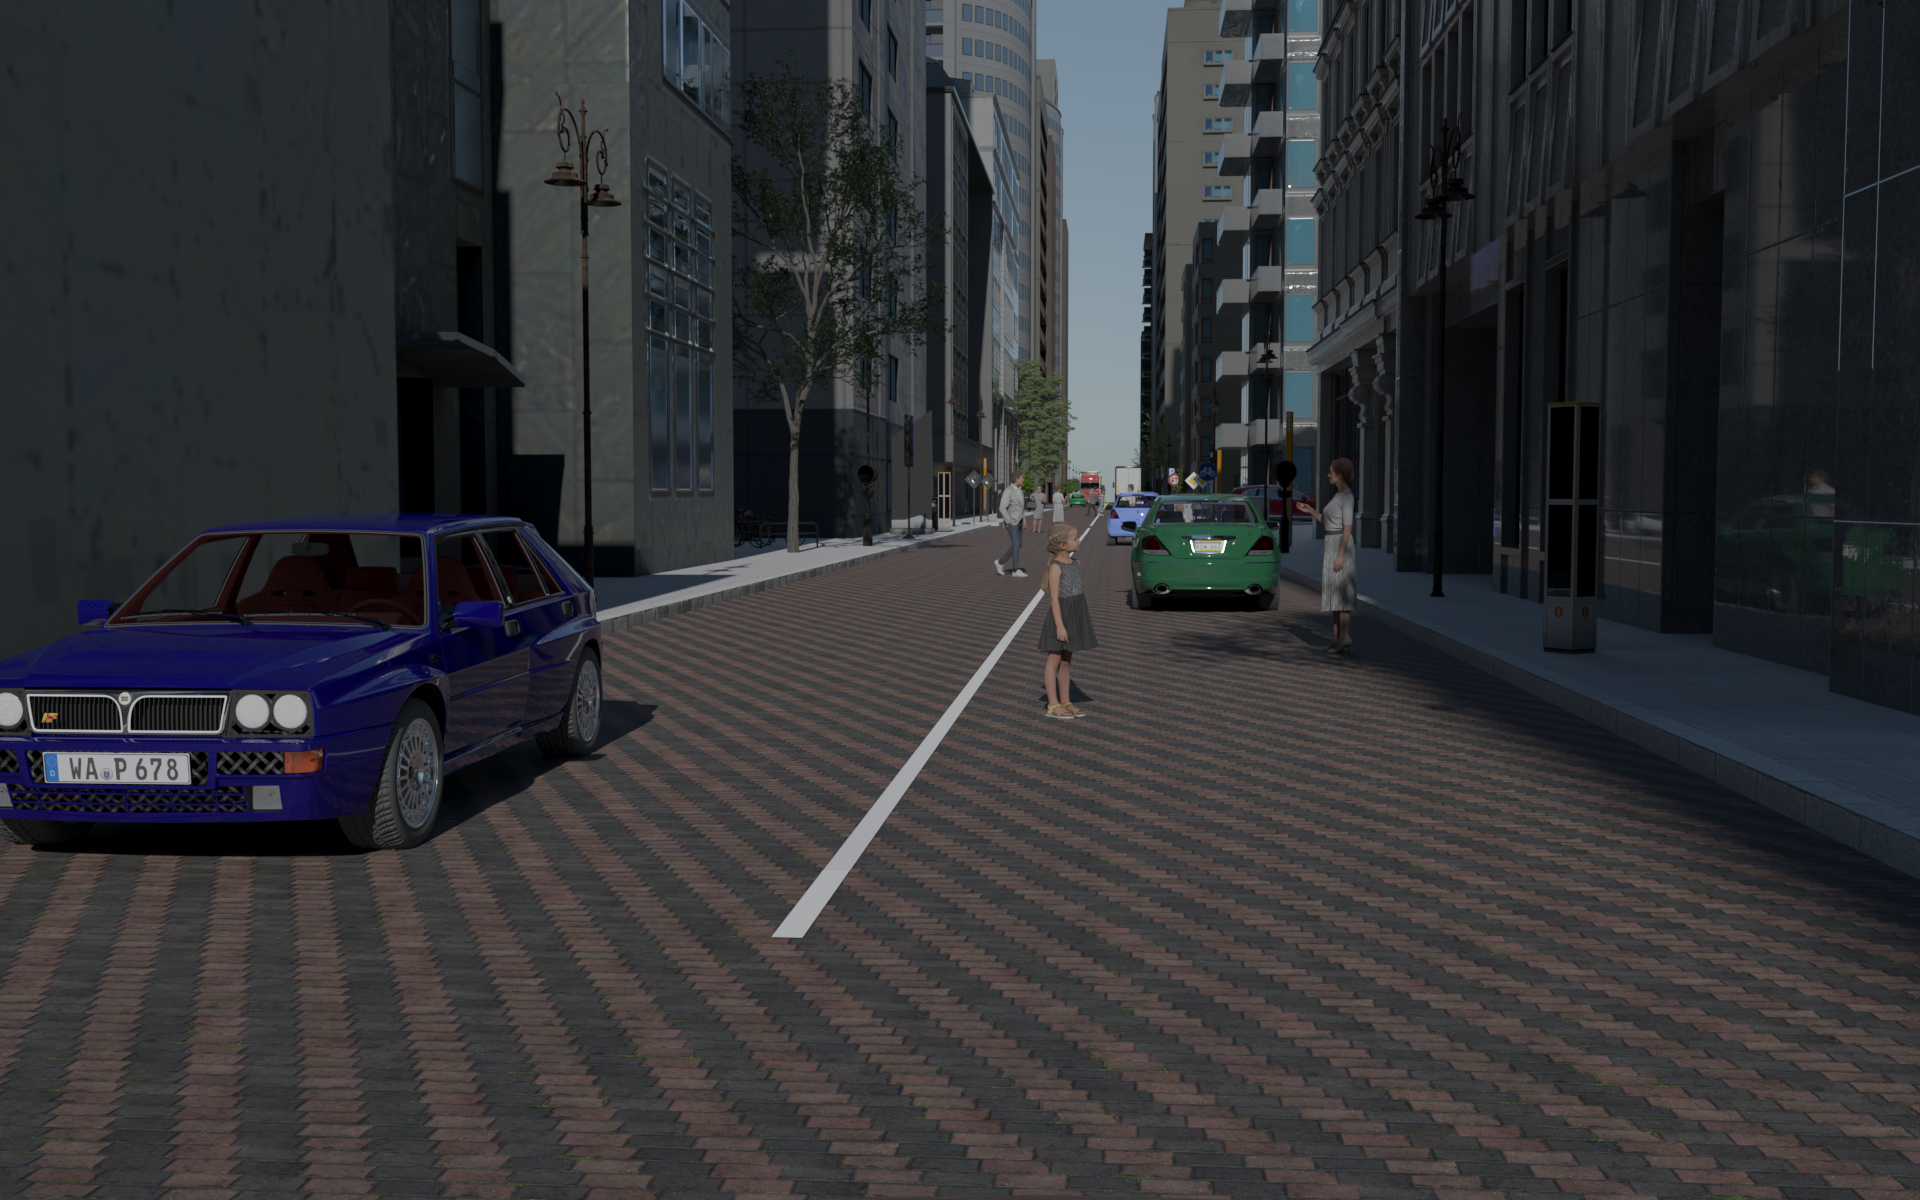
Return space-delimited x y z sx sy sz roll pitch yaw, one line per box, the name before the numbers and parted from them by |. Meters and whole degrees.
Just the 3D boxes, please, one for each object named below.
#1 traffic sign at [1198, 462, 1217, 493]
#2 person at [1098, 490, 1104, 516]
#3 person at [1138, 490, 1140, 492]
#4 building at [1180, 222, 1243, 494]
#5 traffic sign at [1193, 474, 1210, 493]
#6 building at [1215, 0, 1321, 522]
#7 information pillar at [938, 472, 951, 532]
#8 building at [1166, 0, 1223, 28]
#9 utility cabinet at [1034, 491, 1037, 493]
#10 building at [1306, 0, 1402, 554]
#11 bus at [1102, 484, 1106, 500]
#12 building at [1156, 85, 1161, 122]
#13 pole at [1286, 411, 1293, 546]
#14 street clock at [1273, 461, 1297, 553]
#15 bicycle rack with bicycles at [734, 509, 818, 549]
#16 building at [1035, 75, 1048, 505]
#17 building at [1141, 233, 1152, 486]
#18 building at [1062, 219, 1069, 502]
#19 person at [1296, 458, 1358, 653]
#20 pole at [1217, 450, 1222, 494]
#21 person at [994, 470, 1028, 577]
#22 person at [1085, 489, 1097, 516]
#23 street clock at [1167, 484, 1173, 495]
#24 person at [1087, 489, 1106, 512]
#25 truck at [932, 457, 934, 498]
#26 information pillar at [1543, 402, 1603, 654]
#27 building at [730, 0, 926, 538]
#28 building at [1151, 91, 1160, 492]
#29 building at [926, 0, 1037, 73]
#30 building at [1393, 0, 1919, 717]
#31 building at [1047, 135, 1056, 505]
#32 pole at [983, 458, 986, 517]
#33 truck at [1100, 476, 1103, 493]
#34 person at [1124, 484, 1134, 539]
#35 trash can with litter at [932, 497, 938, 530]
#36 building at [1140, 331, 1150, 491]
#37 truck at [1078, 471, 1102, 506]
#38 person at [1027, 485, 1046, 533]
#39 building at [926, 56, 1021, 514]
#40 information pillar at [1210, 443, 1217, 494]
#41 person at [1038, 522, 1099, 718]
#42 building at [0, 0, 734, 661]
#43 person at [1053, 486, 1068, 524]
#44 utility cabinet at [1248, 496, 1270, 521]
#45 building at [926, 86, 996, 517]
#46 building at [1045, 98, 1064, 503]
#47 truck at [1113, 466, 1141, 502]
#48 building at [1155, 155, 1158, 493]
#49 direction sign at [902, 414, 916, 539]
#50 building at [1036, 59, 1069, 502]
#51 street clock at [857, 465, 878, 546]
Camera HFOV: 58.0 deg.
traffic sign | 9.848 -4.211 68.954 0.768 2.556 0.104 1 4 9
person | 9.349 -6.452 114.827 0.643 1.720 0.563 -2 4 -24
person | 15.554 -8.662 150.463 0.374 1.781 0.599 1 4 14
building | 30.187 -17.030 123.475 27.650 21.520 28.899 0 4 5
traffic sign | 9.887 -4.096 70.618 0.795 2.450 0.064 0 4 5
building | 28.322 -28.552 86.439 30.456 49.044 23.786 0 4 5
information pillar | -0.530 -3.290 58.284 0.304 2.012 0.304 -3 5 -43
building | 30.249 -33.212 166.717 21.300 48.544 21.600 0 4 5
utility cabinet | 6.207 -8.538 148.269 0.318 1.500 1.173 -2 4 -34
building | 14.506 -12.046 47.856 10.553 20.767 40.483 0 4 5
bus | 23.799 -18.652 299.813 2.948 3.499 13.247 0 4 5
building | 38.671 -38.095 212.084 28.713 52.752 27.495 0 4 5
pole | 8.133 -2.995 42.806 0.158 3.312 0.155 0 3 0
street clock | 7.041 -2.020 37.597 0.471 2.002 0.358 -1 4 -11
bicycle rack with bicycles | -4.892 -1.733 41.713 2.925 0.926 2.852 -3 5 -45
building | -1.277 -34.853 193.555 21.300 48.544 21.600 0 4 5
building | 40.736 -38.361 281.824 22.147 44.769 28.867 0 4 5
building | 10.010 -38.152 273.899 14.600 45.320 14.200 0 4 5
person | 3.349 -0.406 15.716 0.524 1.755 0.480 0 4 -3
pole | 11.997 -5.278 80.140 0.158 3.312 0.155 0 3 0
person | 0.878 -1.337 30.210 0.795 1.843 0.661 2 4 34
person | 8.453 -6.276 111.512 0.834 1.777 0.661 2 4 34
street clock | 15.094 -7.305 124.006 0.471 2.002 0.358 3 4 38
person | 10.666 -7.719 134.925 1.509 1.804 0.699 0 4 -8
truck | -9.880 -5.240 75.428 18.799 4.110 2.967 0 4 4
information pillar | 4.943 -0.581 13.987 0.304 2.012 0.304 -2 4 -32
building | -12.296 -37.967 59.009 20.611 71.187 20.563 0 4 5
building | 38.599 -43.484 252.958 21.231 58.520 28.212 0 4 5
building | -3.730 -38.319 168.510 21.231 58.520 28.212 0 4 5
building | 12.309 -12.210 17.658 12.078 24.808 19.932 0 4 5
building | 4.511 -34.350 211.735 14.600 45.320 14.200 0 4 5
pole | 1.421 -6.419 98.792 0.158 3.312 0.155 0 3 0
truck | 21.302 -17.536 275.632 2.839 4.237 11.283 0 4 3
person | 5.311 -2.803 54.900 0.524 1.755 0.480 -2 4 -27
trash can with litter | -1.013 -3.095 61.995 0.624 1.170 1.055 -2 4 -25
building | 38.645 -32.555 303.978 14.160 30.474 14.107 0 4 5
truck | 16.242 -13.898 216.150 2.839 4.237 11.283 0 4 5
person | 2.796 -3.352 63.667 0.716 1.782 0.532 0 4 4
building | -1.990 -21.237 124.711 11.434 29.767 29.804 0 4 5
information pillar | 11.494 -5.340 78.667 0.183 3.616 0.504 -2 4 -24
person | 0.705 0.122 11.177 0.373 1.253 0.362 3 5 40
building | -14.884 -43.041 16.393 22.319 86.520 31.000 0 4 5
person | 3.774 -3.445 65.401 0.480 1.755 0.524 2 4 30
utility cabinet | 9.394 -2.669 54.804 0.306 1.237 1.020 -1 4 -21
building | -6.167 -16.892 95.243 14.314 24.678 30.058 0 4 5
building | 4.045 -43.473 252.776 21.231 58.520 28.212 0 4 5
truck | 17.191 -11.575 178.159 2.839 4.237 11.283 0 4 4
building | 32.325 -34.525 188.178 21.300 48.544 21.600 0 4 5
direction sign | -1.466 -3.525 49.625 0.379 3.537 0.876 1 4 14
building | 8.193 -52.138 290.713 20.563 71.187 20.611 0 4 5
street clock | -2.271 -2.324 42.567 0.471 2.002 0.358 1 4 21
